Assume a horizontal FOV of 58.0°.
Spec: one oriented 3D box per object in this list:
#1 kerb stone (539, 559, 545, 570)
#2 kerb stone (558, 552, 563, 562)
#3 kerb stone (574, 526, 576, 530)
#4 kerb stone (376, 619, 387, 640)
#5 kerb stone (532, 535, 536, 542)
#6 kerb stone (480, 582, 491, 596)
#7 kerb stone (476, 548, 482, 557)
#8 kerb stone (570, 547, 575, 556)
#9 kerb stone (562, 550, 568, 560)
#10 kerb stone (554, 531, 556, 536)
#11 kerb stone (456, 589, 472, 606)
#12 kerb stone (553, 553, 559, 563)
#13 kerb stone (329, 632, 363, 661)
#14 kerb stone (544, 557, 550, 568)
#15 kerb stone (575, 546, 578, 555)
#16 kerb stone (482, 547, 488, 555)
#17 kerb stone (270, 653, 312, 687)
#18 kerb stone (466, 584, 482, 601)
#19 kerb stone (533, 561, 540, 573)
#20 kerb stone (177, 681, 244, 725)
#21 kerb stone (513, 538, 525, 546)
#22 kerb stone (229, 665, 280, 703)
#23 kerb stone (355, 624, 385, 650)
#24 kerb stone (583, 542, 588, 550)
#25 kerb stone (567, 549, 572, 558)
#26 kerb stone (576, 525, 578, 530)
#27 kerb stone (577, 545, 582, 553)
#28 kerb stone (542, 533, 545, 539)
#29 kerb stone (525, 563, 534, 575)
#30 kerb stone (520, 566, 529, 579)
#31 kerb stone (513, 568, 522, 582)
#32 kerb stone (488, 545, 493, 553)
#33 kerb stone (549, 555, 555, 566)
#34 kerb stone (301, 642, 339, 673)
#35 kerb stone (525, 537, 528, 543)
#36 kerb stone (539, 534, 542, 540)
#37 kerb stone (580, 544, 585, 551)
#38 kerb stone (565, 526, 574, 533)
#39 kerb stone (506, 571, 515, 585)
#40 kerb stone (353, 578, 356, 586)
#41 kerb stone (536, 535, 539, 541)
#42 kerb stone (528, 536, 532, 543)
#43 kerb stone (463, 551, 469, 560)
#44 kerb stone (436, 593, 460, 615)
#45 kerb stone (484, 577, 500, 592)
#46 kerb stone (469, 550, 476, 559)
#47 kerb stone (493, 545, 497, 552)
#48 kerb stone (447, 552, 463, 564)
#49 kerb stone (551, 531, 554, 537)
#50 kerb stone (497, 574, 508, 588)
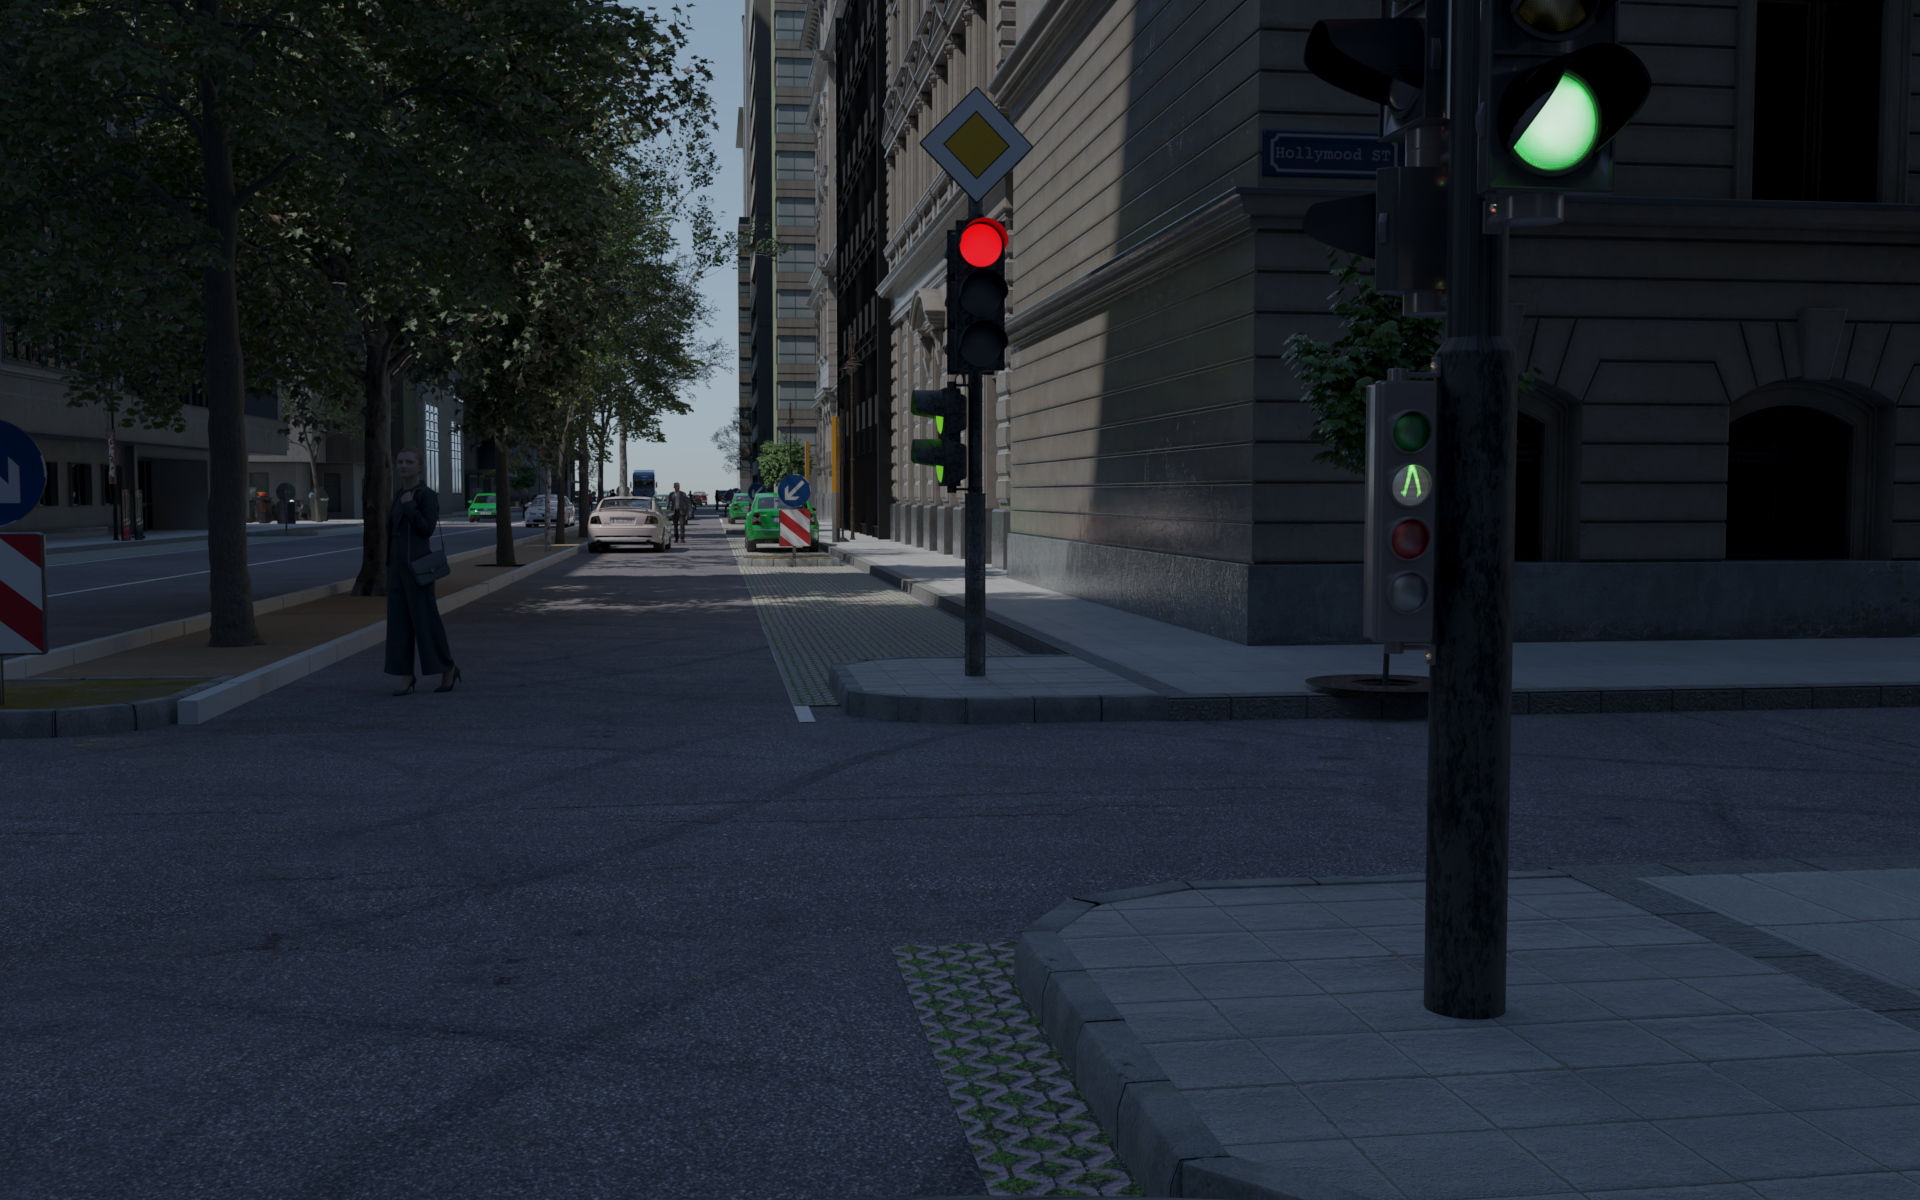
[{"bbox_3d":[-7.954,-0.633,32.539,0.120,0.150,1.000,-1,4,-8],"label":"kerb stone"},{"bbox_3d":[-8.539,-0.881,36.596,0.120,0.150,1.000,-1,4,-8],"label":"kerb stone"},{"bbox_3d":[-15.013,-2.723,66.764,0.120,0.150,1.000,-1,4,-8],"label":"kerb stone"},{"bbox_3d":[-5.756,0.297,17.341,0.120,0.150,1.000,-1,4,-8],"label":"kerb stone"},{"bbox_3d":[-12.810,-1.794,51.522,0.120,0.150,1.000,-1,4,-8],"label":"kerb stone"},{"bbox_3d":[-6.780,-0.124,24.431,0.120,0.150,1.000,-1,4,-8],"label":"kerb stone"},{"bbox_3d":[-11.056,-1.049,39.354,0.120,0.150,1.000,-1,4,-8],"label":"kerb stone"},{"bbox_3d":[-8.975,-1.067,39.635,0.120,0.150,1.000,-1,4,-8],"label":"kerb stone"},{"bbox_3d":[-8.676,-0.940,37.611,0.120,0.150,1.000,-1,4,-8],"label":"kerb stone"},{"bbox_3d":[-13.983,-2.290,59.641,0.120,0.150,1.000,-1,4,-8],"label":"kerb stone"},{"bbox_3d":[-6.484,-0.011,22.408,0.120,0.150,1.000,-1,4,-8],"label":"kerb stone"},{"bbox_3d":[-8.389,-0.817,35.585,0.120,0.150,1.000,-1,4,-8],"label":"kerb stone"},{"bbox_3d":[-5.461,0.421,15.315,0.120,0.150,1.000,-1,4,-8],"label":"kerb stone"},{"bbox_3d":[-8.093,-0.695,33.556,0.120,0.150,1.000,-1,4,-8],"label":"kerb stone"},{"bbox_3d":[-9.117,-1.128,40.647,0.120,0.150,1.000,-1,4,-8],"label":"kerb stone"},{"bbox_3d":[-11.199,-1.108,40.373,0.120,0.150,1.000,-1,4,-8],"label":"kerb stone"},{"bbox_3d":[-5.170,0.545,13.286,0.120,0.150,1.000,-1,4,-8],"label":"kerb stone"},{"bbox_3d":[-6.631,-0.075,23.420,0.120,0.150,1.000,-1,4,-8],"label":"kerb stone"},{"bbox_3d":[-7.804,-0.570,31.523,0.120,0.150,1.000,-1,4,-8],"label":"kerb stone"},{"bbox_3d":[-4.873,0.670,11.264,0.120,0.150,1.000,-1,4,-8],"label":"kerb stone"},{"bbox_3d":[-12.365,-1.604,48.486,0.120,0.150,1.000,-1,4,-8],"label":"kerb stone"},{"bbox_3d":[-5.023,0.607,12.274,0.120,0.150,1.000,-1,4,-8],"label":"kerb stone"},{"bbox_3d":[-5.606,0.359,16.327,0.120,0.150,1.000,-1,4,-8],"label":"kerb stone"},{"bbox_3d":[-9.554,-1.314,43.687,0.120,0.150,1.000,-1,4,-8],"label":"kerb stone"},{"bbox_3d":[-8.819,-1.005,38.625,0.120,0.150,1.000,-1,4,-8],"label":"kerb stone"},{"bbox_3d":[-15.152,-2.786,67.778,0.120,0.150,1.000,-1,4,-8],"label":"kerb stone"},{"bbox_3d":[-9.261,-1.182,41.659,0.120,0.150,1.000,-1,4,-8],"label":"kerb stone"},{"bbox_3d":[-13.242,-1.978,54.570,0.120,0.150,1.000,-1,4,-8],"label":"kerb stone"},{"bbox_3d":[-7.656,-0.509,30.512,0.120,0.150,1.000,-1,4,-8],"label":"kerb stone"},{"bbox_3d":[-7.500,-0.444,29.502,0.120,0.150,1.000,-1,4,-8],"label":"kerb stone"},{"bbox_3d":[-7.358,-0.382,28.490,0.120,0.150,1.000,-1,4,-8],"label":"kerb stone"},{"bbox_3d":[-11.349,-1.174,41.383,0.120,0.150,1.000,-1,4,-8],"label":"kerb stone"},{"bbox_3d":[-8.241,-0.754,34.568,0.120,0.150,1.000,-1,4,-8],"label":"kerb stone"},{"bbox_3d":[-5.316,0.483,14.303,0.120,0.150,1.000,-1,4,-8],"label":"kerb stone"},{"bbox_3d":[-12.529,-1.670,49.495,0.120,0.150,1.000,-1,4,-8],"label":"kerb stone"},{"bbox_3d":[-13.104,-1.918,53.548,0.120,0.150,1.000,-1,4,-8],"label":"kerb stone"},{"bbox_3d":[-9.408,-1.252,42.670,0.120,0.150,1.000,-1,4,-8],"label":"kerb stone"},{"bbox_3d":[-14.859,-2.659,65.743,0.120,0.150,1.000,-1,4,-8],"label":"kerb stone"},{"bbox_3d":[-7.218,-0.321,27.477,0.120,0.150,1.000,-1,4,-8],"label":"kerb stone"},{"bbox_3d":[-9.152,-0.238,26.130,0.120,0.150,1.000,-1,4,-8],"label":"kerb stone"},{"bbox_3d":[-12.951,-1.856,52.538,0.120,0.150,1.000,-1,4,-8],"label":"kerb stone"},{"bbox_3d":[-12.661,-1.728,50.508,0.120,0.150,1.000,-1,4,-8],"label":"kerb stone"},{"bbox_3d":[-10.757,-0.925,37.315,0.120,0.150,1.000,-1,4,-8],"label":"kerb stone"},{"bbox_3d":[-6.337,0.049,21.388,0.120,0.150,1.000,-1,4,-8],"label":"kerb stone"},{"bbox_3d":[-6.921,-0.199,25.448,0.120,0.150,1.000,-1,4,-8],"label":"kerb stone"},{"bbox_3d":[-10.906,-0.988,38.343,0.120,0.150,1.000,-1,4,-8],"label":"kerb stone"},{"bbox_3d":[-11.493,-1.235,42.395,0.120,0.150,1.000,-1,4,-8],"label":"kerb stone"},{"bbox_3d":[-10.607,-0.862,36.297,0.120,0.150,1.000,-1,4,-8],"label":"kerb stone"},{"bbox_3d":[-13.683,-2.166,57.616,0.120,0.150,1.000,-1,4,-8],"label":"kerb stone"},{"bbox_3d":[-7.066,-0.260,26.467,0.120,0.150,1.000,-1,4,-8],"label":"kerb stone"}]
